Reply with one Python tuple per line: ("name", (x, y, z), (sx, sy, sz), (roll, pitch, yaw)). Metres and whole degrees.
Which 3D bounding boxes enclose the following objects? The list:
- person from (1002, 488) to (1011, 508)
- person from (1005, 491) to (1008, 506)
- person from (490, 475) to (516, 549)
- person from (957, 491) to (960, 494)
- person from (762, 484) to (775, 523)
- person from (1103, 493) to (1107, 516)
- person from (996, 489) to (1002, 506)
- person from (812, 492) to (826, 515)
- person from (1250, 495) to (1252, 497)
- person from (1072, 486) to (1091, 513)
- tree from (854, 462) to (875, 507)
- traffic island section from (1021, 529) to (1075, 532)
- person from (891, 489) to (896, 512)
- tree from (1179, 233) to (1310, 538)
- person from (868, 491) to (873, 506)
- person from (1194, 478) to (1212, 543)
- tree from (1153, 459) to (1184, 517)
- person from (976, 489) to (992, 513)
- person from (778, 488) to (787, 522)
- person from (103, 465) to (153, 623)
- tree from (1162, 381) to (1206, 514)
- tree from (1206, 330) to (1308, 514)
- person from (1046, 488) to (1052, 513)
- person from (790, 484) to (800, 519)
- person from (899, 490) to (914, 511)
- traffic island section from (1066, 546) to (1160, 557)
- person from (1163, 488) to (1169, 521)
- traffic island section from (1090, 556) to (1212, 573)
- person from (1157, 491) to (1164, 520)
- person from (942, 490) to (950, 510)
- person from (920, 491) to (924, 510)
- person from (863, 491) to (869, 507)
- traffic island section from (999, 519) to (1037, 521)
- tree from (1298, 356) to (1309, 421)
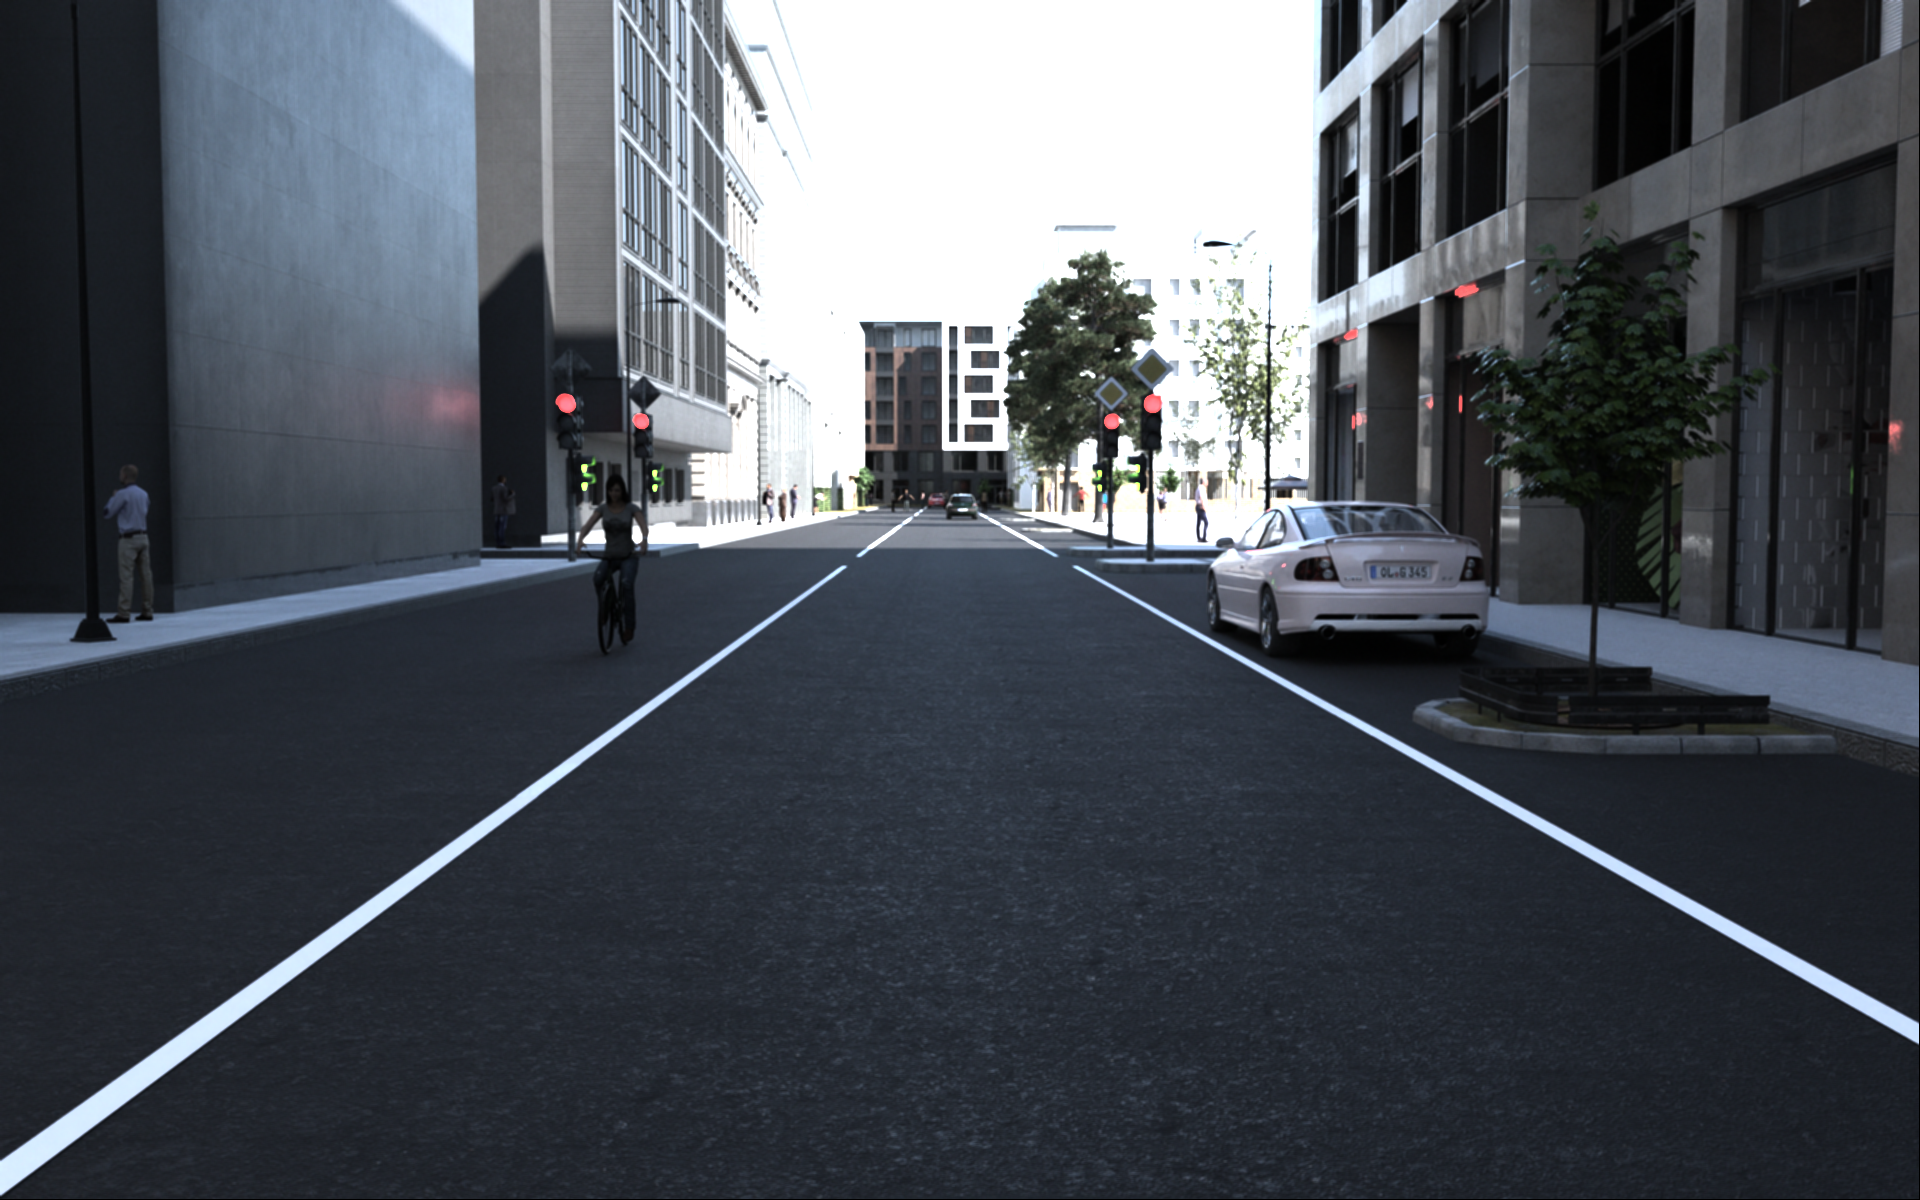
("person", (4.696, -9.745, 165.371), (0.705, 1.824, 1.348), (1, 4, 9))
("person", (4.959, -10.720, 182.780), (0.593, 1.643, 0.415), (3, 4, 38))
("person", (-10.677, -2.059, 40.521), (0.655, 1.722, 0.431), (3, 5, 43))
("person", (-0.180, -11.169, 191.251), (1.348, 1.807, 0.705), (0, 4, 5))
("person", (-8.358, -4.198, 75.500), (0.431, 1.722, 0.655), (-2, 4, -26))
("person", (8.259, -5.620, 99.630), (0.593, 1.614, 0.444), (-2, 4, -32))
("person", (4.614, -11.432, 192.959), (1.348, 1.824, 0.705), (0, 4, 1))
("person", (-8.463, -5.789, 103.877), (0.628, 1.438, 0.799), (2, 4, 28))
("person", (32.511, -11.464, 195.945), (1.348, 1.823, 0.705), (2, 4, 30))
("person", (8.317, -6.880, 118.475), (1.348, 1.831, 0.705), (0, 4, -8))
("tree", (-10.124, -11.564, 172.789), (4.285, 4.588, 4.351), (0, 3, 0))
("traffic island section", (3.346, -2.650, 66.197), (1.991, 0.108, 1.994), (0, 4, -1))
("person", (-5.336, -7.997, 139.266), (0.705, 1.823, 1.348), (1, 4, 8))
("tree", (8.255, -6.093, 49.989), (4.737, 8.622, 4.395), (0, 3, 0))
("person", (-10.114, -11.375, 195.195), (0.721, 1.736, 1.217), (-2, 4, -28))
("person", (6.392, -2.357, 45.521), (0.436, 1.711, 0.756), (0, 4, 3))
("tree", (11.726, -6.245, 96.708), (1.663, 3.219, 1.824), (0, 3, 0))
("person", (1.887, -7.705, 134.572), (1.348, 1.812, 0.705), (-1, 4, -14))
("person", (-8.074, -4.310, 78.786), (0.388, 1.546, 0.482), (-1, 4, -14))
("person", (-8.339, -0.567, 17.383), (0.319, 1.574, 0.516), (2, 4, 24))
("tree", (15.217, -9.981, 113.556), (4.360, 8.622, 3.978), (0, 3, 0))
("tree", (13.663, -7.748, 77.034), (4.360, 8.622, 3.978), (0, 3, 0))
("person", (6.100, -6.811, 118.315), (0.541, 1.710, 0.530), (-3, 5, -43))
("person", (-8.378, -4.990, 88.085), (0.568, 1.767, 0.683), (-2, 4, -33))
("person", (-4.528, -8.412, 146.042), (1.348, 1.822, 0.705), (0, 4, -6))
("traffic island section", (3.578, -1.145, 41.008), (2.009, 0.180, 2.903), (0, 4, -1))
("person", (9.610, -4.469, 81.177), (0.319, 1.574, 0.516), (1, 4, 11))
("traffic island section", (3.650, -0.657, 33.023), (2.009, 0.180, 2.903), (0, 4, -1))
("person", (9.900, -4.640, 85.132), (0.421, 1.427, 0.697), (0, 4, 3))
("person", (-1.198, -8.976, 155.268), (0.705, 1.823, 1.348), (3, 5, 39))
("person", (-3.479, -9.087, 157.781), (0.721, 1.736, 1.217), (0, 4, -8))
("person", (-9.554, -10.432, 176.636), (0.705, 1.821, 1.348), (1, 4, 20))
("traffic island section", (3.116, -4.298, 93.139), (1.991, 0.108, 1.994), (0, 4, -1))
("tree", (24.370, -11.029, 106.082), (9.928, 11.665, 9.643), (0, 3, 0))
